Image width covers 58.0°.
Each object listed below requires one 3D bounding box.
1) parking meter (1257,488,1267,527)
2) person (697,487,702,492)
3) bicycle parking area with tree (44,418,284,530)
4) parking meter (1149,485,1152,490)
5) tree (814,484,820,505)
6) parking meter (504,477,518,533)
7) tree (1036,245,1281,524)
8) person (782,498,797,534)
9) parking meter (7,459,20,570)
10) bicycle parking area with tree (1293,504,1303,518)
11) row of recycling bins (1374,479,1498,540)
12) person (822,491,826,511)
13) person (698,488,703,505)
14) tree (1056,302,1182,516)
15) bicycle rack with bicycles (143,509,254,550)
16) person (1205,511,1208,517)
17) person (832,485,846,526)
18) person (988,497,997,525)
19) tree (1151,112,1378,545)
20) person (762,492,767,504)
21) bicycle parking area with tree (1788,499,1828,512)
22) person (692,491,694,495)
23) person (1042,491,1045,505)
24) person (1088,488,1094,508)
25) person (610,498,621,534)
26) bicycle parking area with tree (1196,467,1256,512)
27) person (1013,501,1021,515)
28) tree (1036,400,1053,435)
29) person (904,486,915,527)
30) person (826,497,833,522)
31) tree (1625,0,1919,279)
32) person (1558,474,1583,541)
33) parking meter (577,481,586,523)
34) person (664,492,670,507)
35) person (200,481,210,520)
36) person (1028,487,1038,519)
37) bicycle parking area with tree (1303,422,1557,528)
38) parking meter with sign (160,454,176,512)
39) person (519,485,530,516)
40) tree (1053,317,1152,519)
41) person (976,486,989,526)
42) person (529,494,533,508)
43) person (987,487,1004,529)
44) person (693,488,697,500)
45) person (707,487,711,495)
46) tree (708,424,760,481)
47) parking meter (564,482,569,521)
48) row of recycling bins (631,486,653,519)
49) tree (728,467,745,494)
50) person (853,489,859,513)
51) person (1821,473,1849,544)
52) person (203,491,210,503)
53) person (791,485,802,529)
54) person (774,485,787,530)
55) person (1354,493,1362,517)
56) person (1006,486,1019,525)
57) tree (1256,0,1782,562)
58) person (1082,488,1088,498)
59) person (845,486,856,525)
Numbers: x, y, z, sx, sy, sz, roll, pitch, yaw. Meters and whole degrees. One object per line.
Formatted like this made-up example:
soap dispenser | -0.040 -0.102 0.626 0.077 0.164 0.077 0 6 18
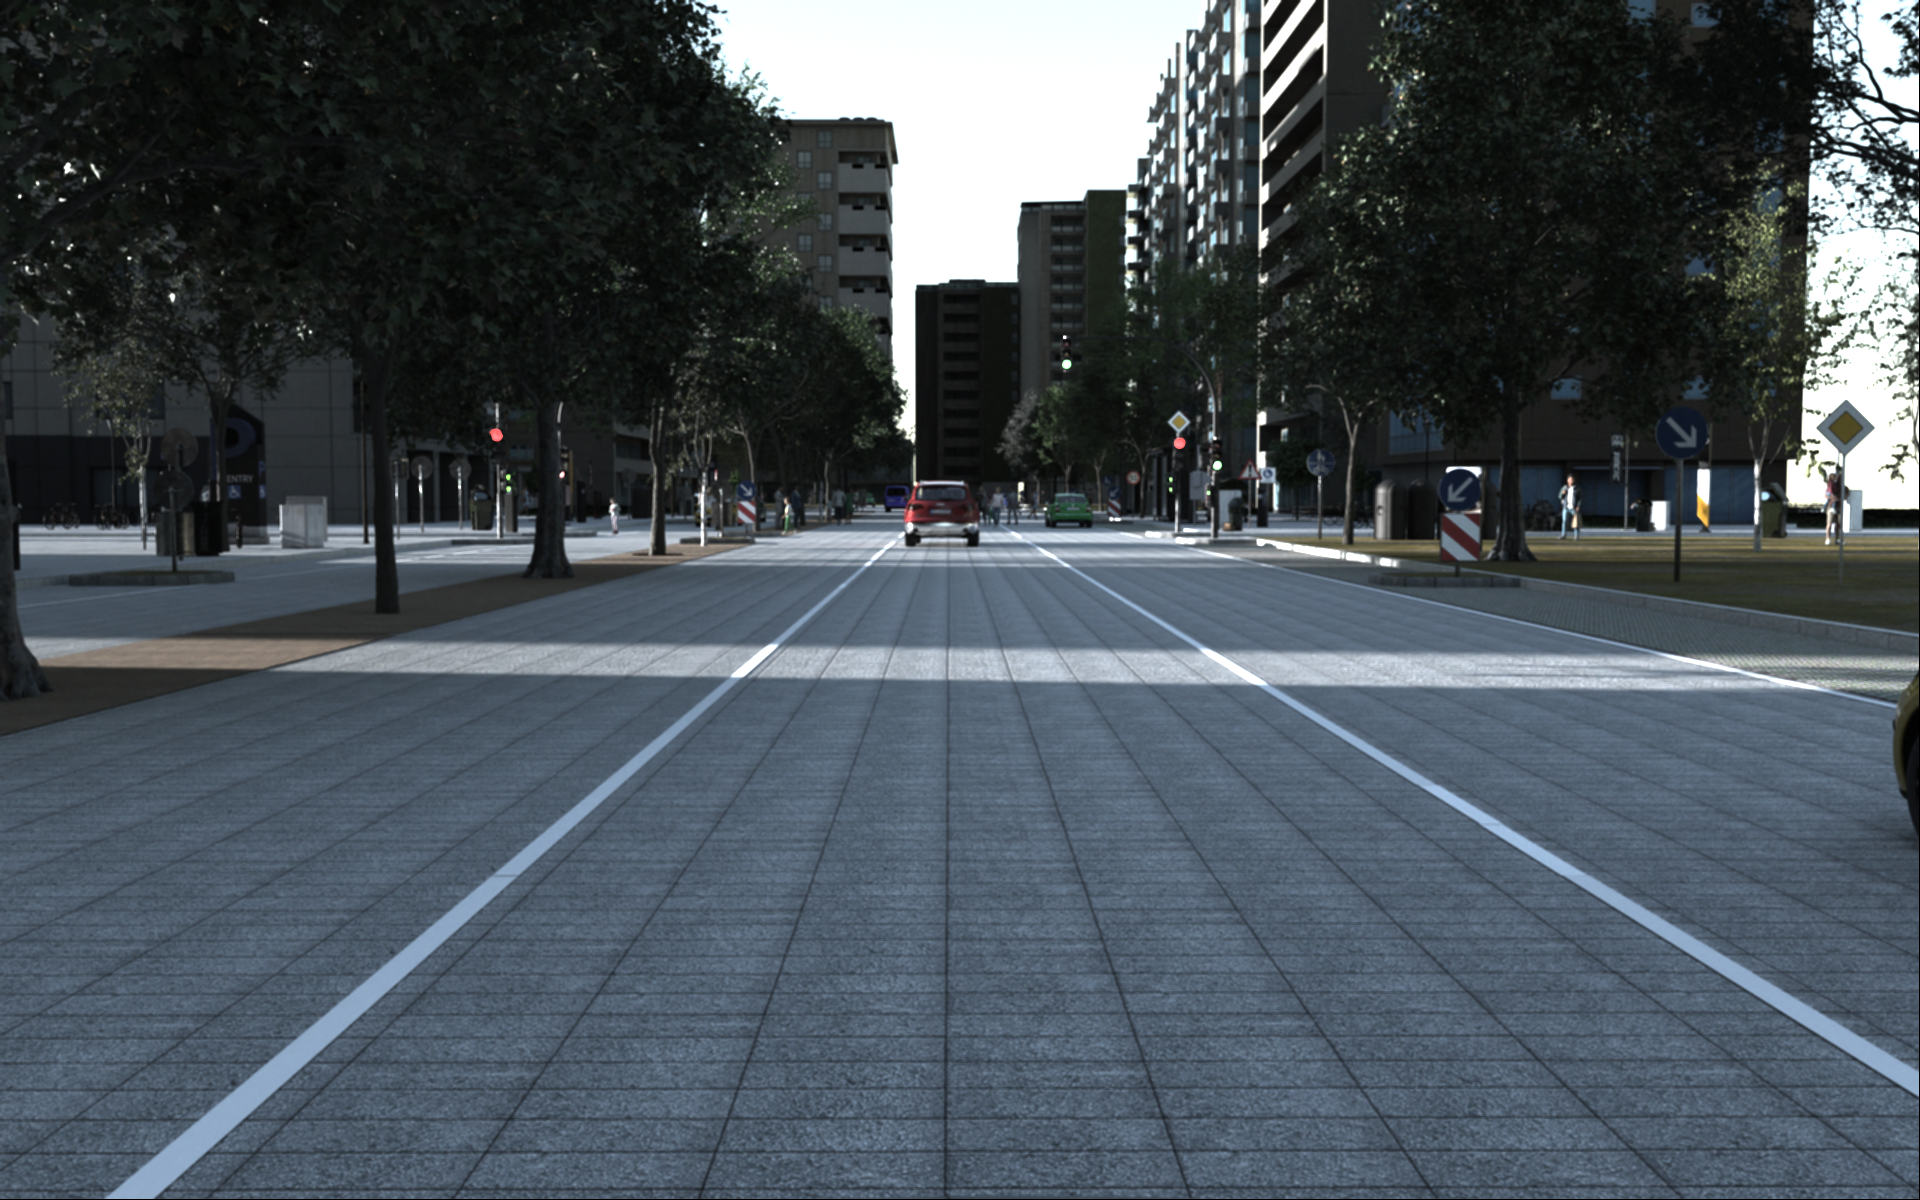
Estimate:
parking meter | 11.732 -3.601 67.291 0.372 1.533 0.369 0 3 0
person | -19.952 -7.755 132.643 0.655 1.846 0.447 -2 4 -25
bicycle parking area with tree | -29.453 -4.827 65.920 8.231 4.147 9.016 1 4 11
parking meter | 12.524 -6.567 113.083 0.255 1.863 0.399 -1 4 -14
tree | -17.371 -18.241 208.610 12.009 13.543 11.850 0 3 0
parking meter | -14.990 -3.189 57.858 0.399 1.863 0.255 1 4 23
tree | 9.878 -9.054 73.793 9.928 11.665 9.643 0 3 0
person | -6.091 -3.004 61.866 0.590 1.304 0.306 -1 4 -22
parking meter | -16.051 -1.436 29.185 0.255 1.863 0.399 -3 5 -43
bicycle parking area with tree | 22.106 -6.407 91.755 8.231 4.147 9.016 -2 4 -32
row of recycling bins | 13.444 -2.551 48.825 3.534 1.692 1.069 -1 4 -8
person | -11.873 -8.656 150.811 0.721 1.735 1.217 0 4 2
person | -14.156 -5.304 95.572 0.532 1.782 0.716 -1 4 -17
tree | 9.582 -11.304 102.948 7.486 12.596 7.792 0 3 0
bicycle rack with bicycles | -18.091 -1.700 41.173 2.852 0.926 2.925 -1 4 -14
person | 14.259 -5.593 97.769 0.850 1.792 0.678 0 4 -2
person | -5.510 -4.322 79.015 0.661 1.843 0.795 -1 4 -20
person | 1.465 -4.050 78.964 0.590 1.304 0.306 2 4 33
tree | 9.759 -6.666 43.404 8.767 10.594 7.601 1 4 14
person | -24.151 -12.463 213.732 0.593 1.643 0.415 -3 4 -38
bicycle parking area with tree | 53.606 -7.861 115.521 9.016 4.147 8.231 1 4 17
person | -22.870 -8.528 146.949 0.593 1.643 0.415 1 4 10
person | 9.951 -12.345 208.688 0.445 1.727 0.742 -2 4 -31
person | 12.277 -9.633 163.537 1.348 1.824 0.705 -3 5 -44
person | -12.390 -3.021 62.169 0.425 1.301 0.394 0 4 2
bicycle parking area with tree | 19.876 -8.535 126.548 8.231 4.147 9.016 1 4 22
person | 3.867 -6.376 117.027 0.640 1.303 0.475 -2 4 -26
tree | 9.956 -11.615 124.312 8.767 10.594 7.601 -3 5 -43
person | -2.127 -4.087 75.598 0.573 1.790 0.520 1 4 13
person | -6.742 -4.700 89.628 0.425 1.301 0.394 -1 4 -15
tree | 10.150 -5.036 16.754 7.601 10.594 8.767 -2 4 -32
person | 16.697 -2.519 47.212 0.713 1.824 0.794 -3 5 -40
parking meter | -16.980 -4.403 77.695 0.255 1.863 0.399 2 4 27
person | -26.657 -9.191 156.345 0.705 1.821 1.348 2 4 28
person | -26.215 -3.325 60.505 0.850 1.850 0.679 2 4 35
person | 4.097 -5.419 97.195 0.778 1.811 0.616 3 4 38
bicycle parking area with tree | 18.331 -4.874 66.689 9.016 4.147 8.231 1 4 17
parking meter with sign | -27.682 -3.936 60.609 0.543 3.016 1.738 -2 4 -28
person | -24.923 -5.685 99.093 0.778 1.811 0.616 1 4 19
tree | 9.478 -9.527 90.177 8.767 10.594 7.601 0 4 5
person | 1.032 -4.163 76.747 0.709 1.800 0.728 2 4 25
person | -26.803 -5.982 108.135 0.394 1.301 0.425 -2 4 -34
person | 1.467 -3.811 71.487 0.731 1.740 0.598 0 4 4
person | -23.504 -9.029 153.679 1.348 1.823 0.705 -1 4 -9
person | -13.664 -5.235 94.065 0.580 1.828 0.573 0 4 1
tree | -17.018 -11.194 133.377 4.737 8.622 4.395 0 3 0
parking meter | -18.646 -4.647 81.688 0.255 1.863 0.399 1 4 20
row of recycling bins | -16.848 -5.174 91.701 1.069 1.692 3.534 0 4 -4
tree | -16.149 -7.939 124.407 1.663 3.219 1.824 0 3 0
person | -7.873 -7.474 130.552 0.795 1.843 0.661 1 4 20
person | 22.349 -2.340 44.274 0.580 1.828 0.573 -2 4 -33
person | -24.054 -2.862 55.640 0.623 1.781 0.721 0 4 5
person | -6.708 -3.808 70.946 0.419 1.800 0.721 1 4 16
person | -7.136 -3.686 68.945 0.466 1.800 0.511 1 4 8
person | 19.353 -4.814 84.725 0.580 1.828 0.573 1 4 18
person | 2.471 -4.436 81.303 0.678 1.792 0.850 2 4 28
tree | 10.507 -7.098 33.068 9.611 12.733 9.660 0 3 0
person | 7.611 -5.946 105.737 0.654 1.822 0.581 -2 4 -27
person | -5.221 -4.441 81.355 0.529 1.795 0.600 -3 5 -43
